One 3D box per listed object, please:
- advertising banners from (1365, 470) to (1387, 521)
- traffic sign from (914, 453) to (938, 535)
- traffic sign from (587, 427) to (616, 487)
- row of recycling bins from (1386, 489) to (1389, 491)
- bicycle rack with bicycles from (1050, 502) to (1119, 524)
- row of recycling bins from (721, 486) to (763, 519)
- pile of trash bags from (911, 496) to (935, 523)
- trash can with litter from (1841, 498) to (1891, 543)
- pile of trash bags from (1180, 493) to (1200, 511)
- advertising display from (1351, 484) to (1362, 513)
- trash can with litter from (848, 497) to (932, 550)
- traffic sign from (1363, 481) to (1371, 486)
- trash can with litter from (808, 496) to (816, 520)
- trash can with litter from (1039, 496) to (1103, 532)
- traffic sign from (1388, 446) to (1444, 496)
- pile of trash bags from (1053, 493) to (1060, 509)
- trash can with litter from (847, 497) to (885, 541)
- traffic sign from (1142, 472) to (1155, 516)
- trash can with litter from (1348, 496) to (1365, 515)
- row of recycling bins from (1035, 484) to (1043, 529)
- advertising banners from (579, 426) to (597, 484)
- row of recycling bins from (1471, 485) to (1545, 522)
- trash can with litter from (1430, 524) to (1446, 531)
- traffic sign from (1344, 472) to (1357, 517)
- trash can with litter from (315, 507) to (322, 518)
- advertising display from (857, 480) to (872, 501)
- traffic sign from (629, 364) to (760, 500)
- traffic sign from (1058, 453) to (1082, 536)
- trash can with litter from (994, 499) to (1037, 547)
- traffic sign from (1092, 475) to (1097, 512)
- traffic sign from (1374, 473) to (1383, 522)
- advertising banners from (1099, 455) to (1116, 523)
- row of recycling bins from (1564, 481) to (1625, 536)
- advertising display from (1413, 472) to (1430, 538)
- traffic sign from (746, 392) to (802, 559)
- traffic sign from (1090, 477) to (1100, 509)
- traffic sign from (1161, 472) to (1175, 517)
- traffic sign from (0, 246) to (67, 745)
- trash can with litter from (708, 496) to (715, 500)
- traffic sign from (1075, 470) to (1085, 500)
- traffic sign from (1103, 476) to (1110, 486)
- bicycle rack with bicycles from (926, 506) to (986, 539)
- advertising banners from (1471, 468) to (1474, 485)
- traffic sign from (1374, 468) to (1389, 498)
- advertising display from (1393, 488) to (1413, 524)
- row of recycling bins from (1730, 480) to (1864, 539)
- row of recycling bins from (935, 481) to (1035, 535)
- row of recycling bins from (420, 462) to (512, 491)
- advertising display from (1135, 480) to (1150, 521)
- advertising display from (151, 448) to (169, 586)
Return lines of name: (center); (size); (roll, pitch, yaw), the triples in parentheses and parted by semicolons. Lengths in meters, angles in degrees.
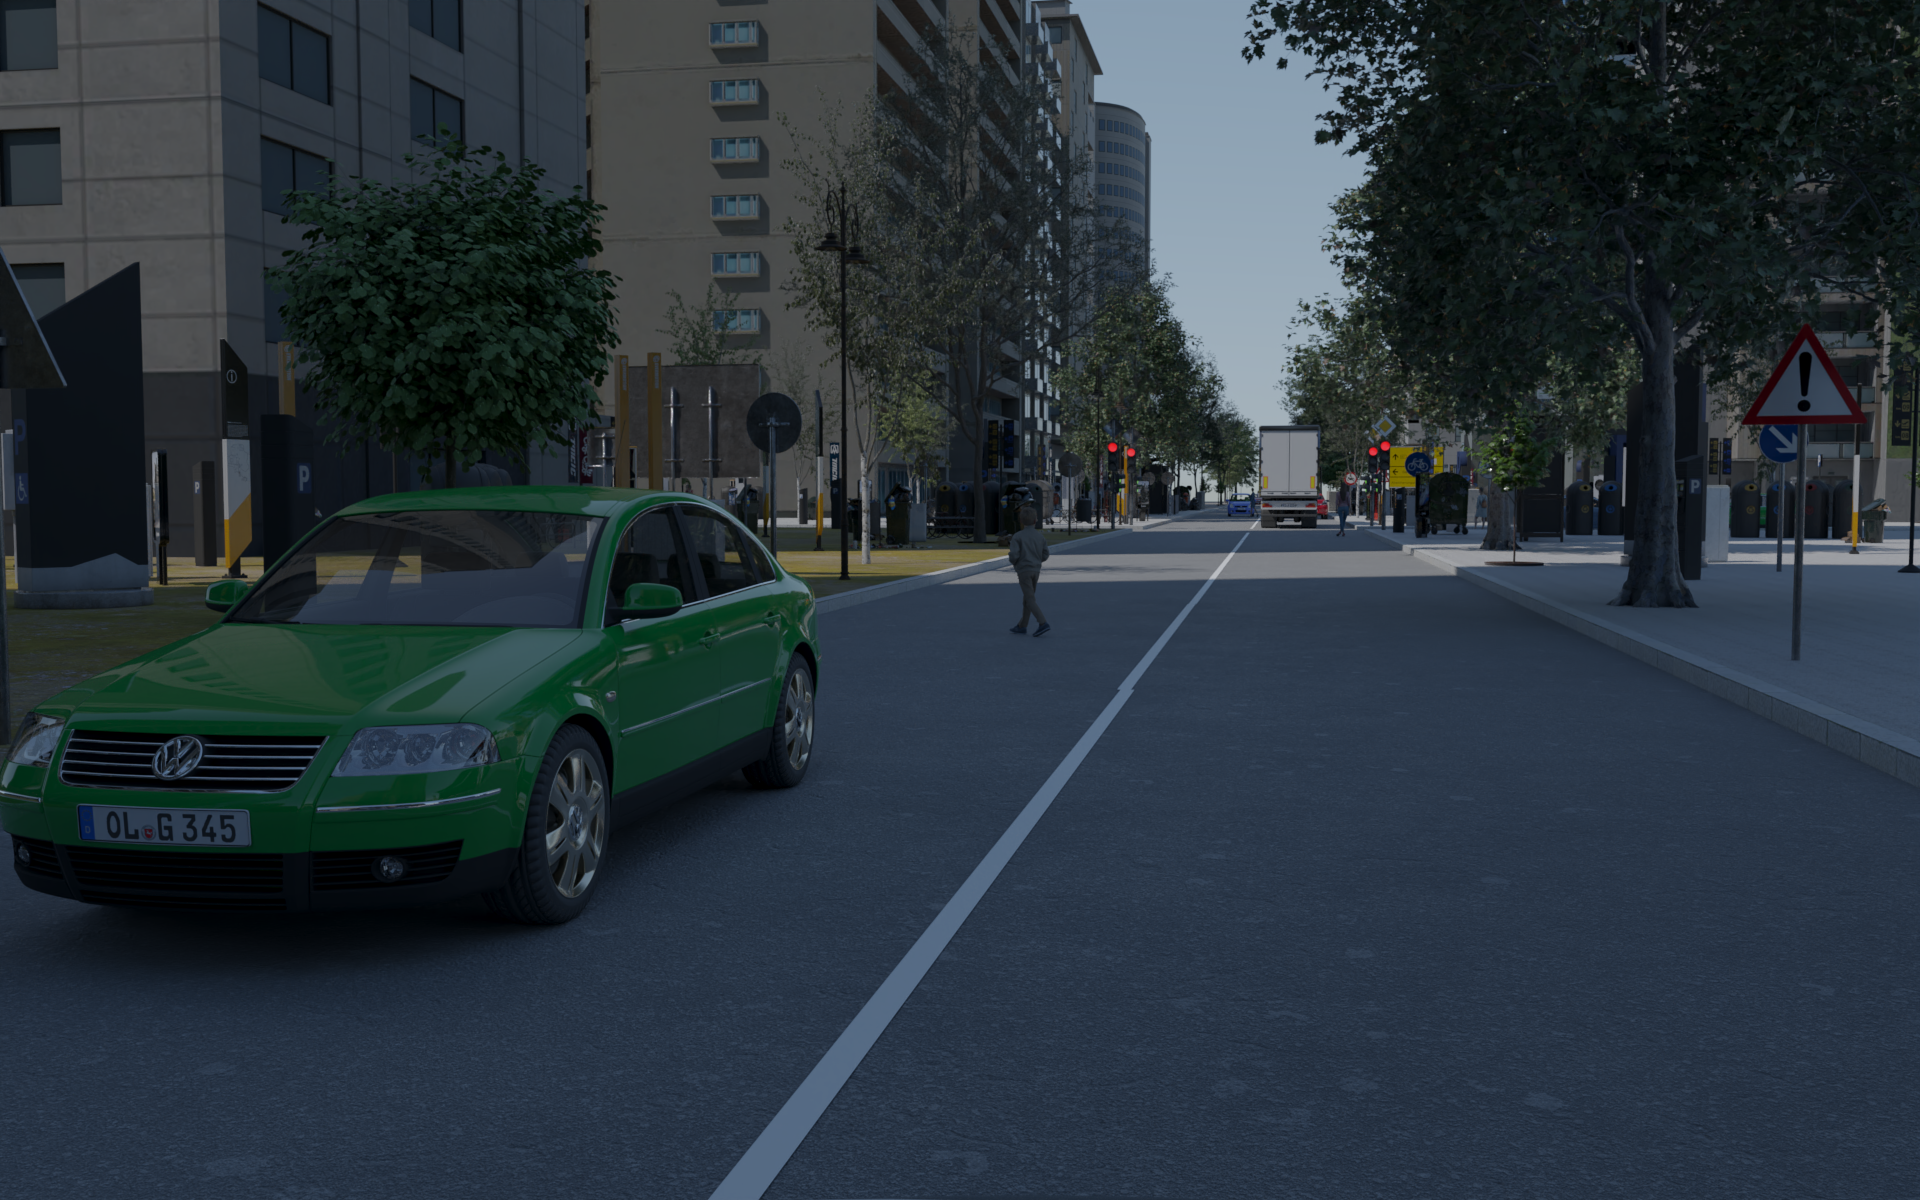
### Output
advertising banners: (19.870, -5.285, 82.604); (0.090, 3.025, 2.074); (-1, 4, -15)
traffic sign: (-1.058, -3.270, 53.570); (0.768, 2.556, 0.104); (1, 4, 12)
traffic sign: (-5.394, -1.481, 26.345); (0.606, 2.300, 0.079); (1, 4, 15)
row of recycling bins: (29.196, -6.886, 119.694); (1.069, 1.692, 3.534); (1, 4, 15)
bicycle rack with bicycles: (5.297, -3.789, 75.327); (2.925, 0.926, 2.852); (1, 4, 18)
row of recycling bins: (-10.948, -4.902, 87.257); (1.069, 1.692, 3.534); (2, 4, 25)
pile of trash bags: (-1.711, -4.074, 76.368); (1.912, 1.369, 3.447); (-3, 5, -41)
trash can with litter: (23.629, -2.066, 45.173); (1.055, 1.170, 0.624); (0, 4, 0)
pile of trash bags: (17.850, -7.742, 136.326); (1.912, 1.369, 3.447); (0, 4, 3)
advertising display: (26.436, -6.777, 116.020); (0.974, 1.923, 0.123); (1, 4, 12)
trash can with litter: (-1.734, -1.823, 40.869); (2.233, 1.210, 1.678); (-1, 4, -9)
traffic sign: (27.270, -7.075, 115.674); (0.884, 2.594, 0.081); (1, 4, 12)
trash can with litter: (-7.343, -4.463, 84.353); (0.624, 1.170, 1.055); (3, 5, 41)
trash can with litter: (3.822, -2.925, 58.880); (2.233, 1.210, 1.678); (0, 4, 4)
traffic sign: (19.314, -4.861, 73.346); (2.265, 3.308, 0.079); (1, 4, 17)
pile of trash bags: (6.133, -7.754, 136.523); (3.447, 1.369, 1.912); (0, 4, -1)
trash can with litter: (-2.597, -2.227, 47.798); (0.624, 1.170, 1.055); (3, 5, 40)
traffic sign: (10.931, -6.138, 100.458); (0.768, 2.556, 0.104); (1, 4, 20)
trash can with litter: (23.866, -5.688, 104.384); (1.055, 1.170, 0.624); (-1, 4, -8)
row of recycling bins: (1.275, -3.452, 63.549); (3.534, 1.692, 1.069); (0, 4, -8)
advertising banners: (-10.373, -2.995, 45.153); (2.074, 3.025, 0.090); (1, 4, 17)
row of recycling bins: (24.988, -4.467, 80.147); (3.534, 1.692, 1.069); (0, 4, 0)
trash can with litter: (16.985, -3.022, 60.803); (1.055, 1.170, 0.624); (-2, 4, -32)
traffic sign: (22.262, -6.032, 98.724); (0.768, 2.556, 0.104); (1, 4, 15)
trash can with litter: (-13.839, -1.504, 35.977); (0.624, 1.170, 1.055); (1, 4, 23)
advertising display: (-4.264, -4.429, 77.620); (0.123, 1.923, 0.974); (2, 4, 32)
traffic sign: (-4.224, -2.046, 27.320); (2.265, 3.308, 0.079); (1, 4, 15)
traffic sign: (3.385, -3.263, 53.456); (0.768, 2.556, 0.104); (1, 4, 13)
trash can with litter: (1.342, -1.883, 42.180); (1.055, 1.170, 0.624); (2, 4, 26)
traffic sign: (8.344, -6.463, 105.779); (0.768, 2.556, 0.104); (1, 4, 18)
traffic sign: (19.495, -4.862, 80.675); (0.795, 2.450, 0.064); (1, 4, 16)
advertising banners: (6.610, -5.020, 78.265); (0.090, 3.025, 2.074); (1, 4, 23)
row of recycling bins: (20.616, -2.847, 53.667); (3.534, 1.692, 1.069); (2, 4, 26)
advertising display: (13.543, -2.784, 50.730); (0.123, 1.923, 0.974); (2, 4, 32)
traffic sign: (-2.341, -1.321, 21.704); (0.768, 2.556, 0.104); (1, 4, 19)
traffic sign: (8.117, -6.228, 103.952); (0.606, 2.300, 0.079); (1, 4, 18)
traffic sign: (11.784, -6.005, 98.283); (0.768, 2.556, 0.104); (1, 4, 13)
traffic sign: (-4.899, -0.538, 8.803); (0.884, 2.594, 0.081); (1, 4, 19)
trash can with litter: (-11.857, -4.268, 80.841); (1.678, 1.210, 2.233); (1, 4, 20)
traffic sign: (5.654, -5.113, 83.706); (0.768, 2.556, 0.104); (1, 4, 12)
traffic sign: (9.322, -6.772, 111.912); (0.795, 2.450, 0.064); (1, 4, 11)
bicycle rack with bicycles: (-0.573, -2.221, 49.699); (2.925, 0.926, 2.852); (-1, 4, -15)
advertising banners: (35.143, -7.376, 116.786); (2.074, 3.025, 0.090); (1, 4, 19)
traffic sign: (19.055, -4.804, 78.550); (0.884, 2.594, 0.081); (1, 4, 13)
advertising display: (18.959, -4.202, 73.919); (0.974, 1.923, 0.123); (-1, 4, -13)
row of recycling bins: (24.288, -2.643, 50.333); (3.534, 1.692, 1.069); (2, 4, 34)
row of recycling bins: (0.619, -2.960, 55.501); (3.534, 1.692, 1.069); (3, 5, 41)
row of recycling bins: (-6.496, -0.976, 23.068); (1.069, 1.692, 3.534); (-1, 4, -9)
advertising display: (8.577, -4.660, 81.408); (0.123, 1.923, 0.974); (3, 5, 42)
advertising display: (-11.344, -1.184, 24.571); (0.123, 1.923, 0.974); (-2, 4, -30)
